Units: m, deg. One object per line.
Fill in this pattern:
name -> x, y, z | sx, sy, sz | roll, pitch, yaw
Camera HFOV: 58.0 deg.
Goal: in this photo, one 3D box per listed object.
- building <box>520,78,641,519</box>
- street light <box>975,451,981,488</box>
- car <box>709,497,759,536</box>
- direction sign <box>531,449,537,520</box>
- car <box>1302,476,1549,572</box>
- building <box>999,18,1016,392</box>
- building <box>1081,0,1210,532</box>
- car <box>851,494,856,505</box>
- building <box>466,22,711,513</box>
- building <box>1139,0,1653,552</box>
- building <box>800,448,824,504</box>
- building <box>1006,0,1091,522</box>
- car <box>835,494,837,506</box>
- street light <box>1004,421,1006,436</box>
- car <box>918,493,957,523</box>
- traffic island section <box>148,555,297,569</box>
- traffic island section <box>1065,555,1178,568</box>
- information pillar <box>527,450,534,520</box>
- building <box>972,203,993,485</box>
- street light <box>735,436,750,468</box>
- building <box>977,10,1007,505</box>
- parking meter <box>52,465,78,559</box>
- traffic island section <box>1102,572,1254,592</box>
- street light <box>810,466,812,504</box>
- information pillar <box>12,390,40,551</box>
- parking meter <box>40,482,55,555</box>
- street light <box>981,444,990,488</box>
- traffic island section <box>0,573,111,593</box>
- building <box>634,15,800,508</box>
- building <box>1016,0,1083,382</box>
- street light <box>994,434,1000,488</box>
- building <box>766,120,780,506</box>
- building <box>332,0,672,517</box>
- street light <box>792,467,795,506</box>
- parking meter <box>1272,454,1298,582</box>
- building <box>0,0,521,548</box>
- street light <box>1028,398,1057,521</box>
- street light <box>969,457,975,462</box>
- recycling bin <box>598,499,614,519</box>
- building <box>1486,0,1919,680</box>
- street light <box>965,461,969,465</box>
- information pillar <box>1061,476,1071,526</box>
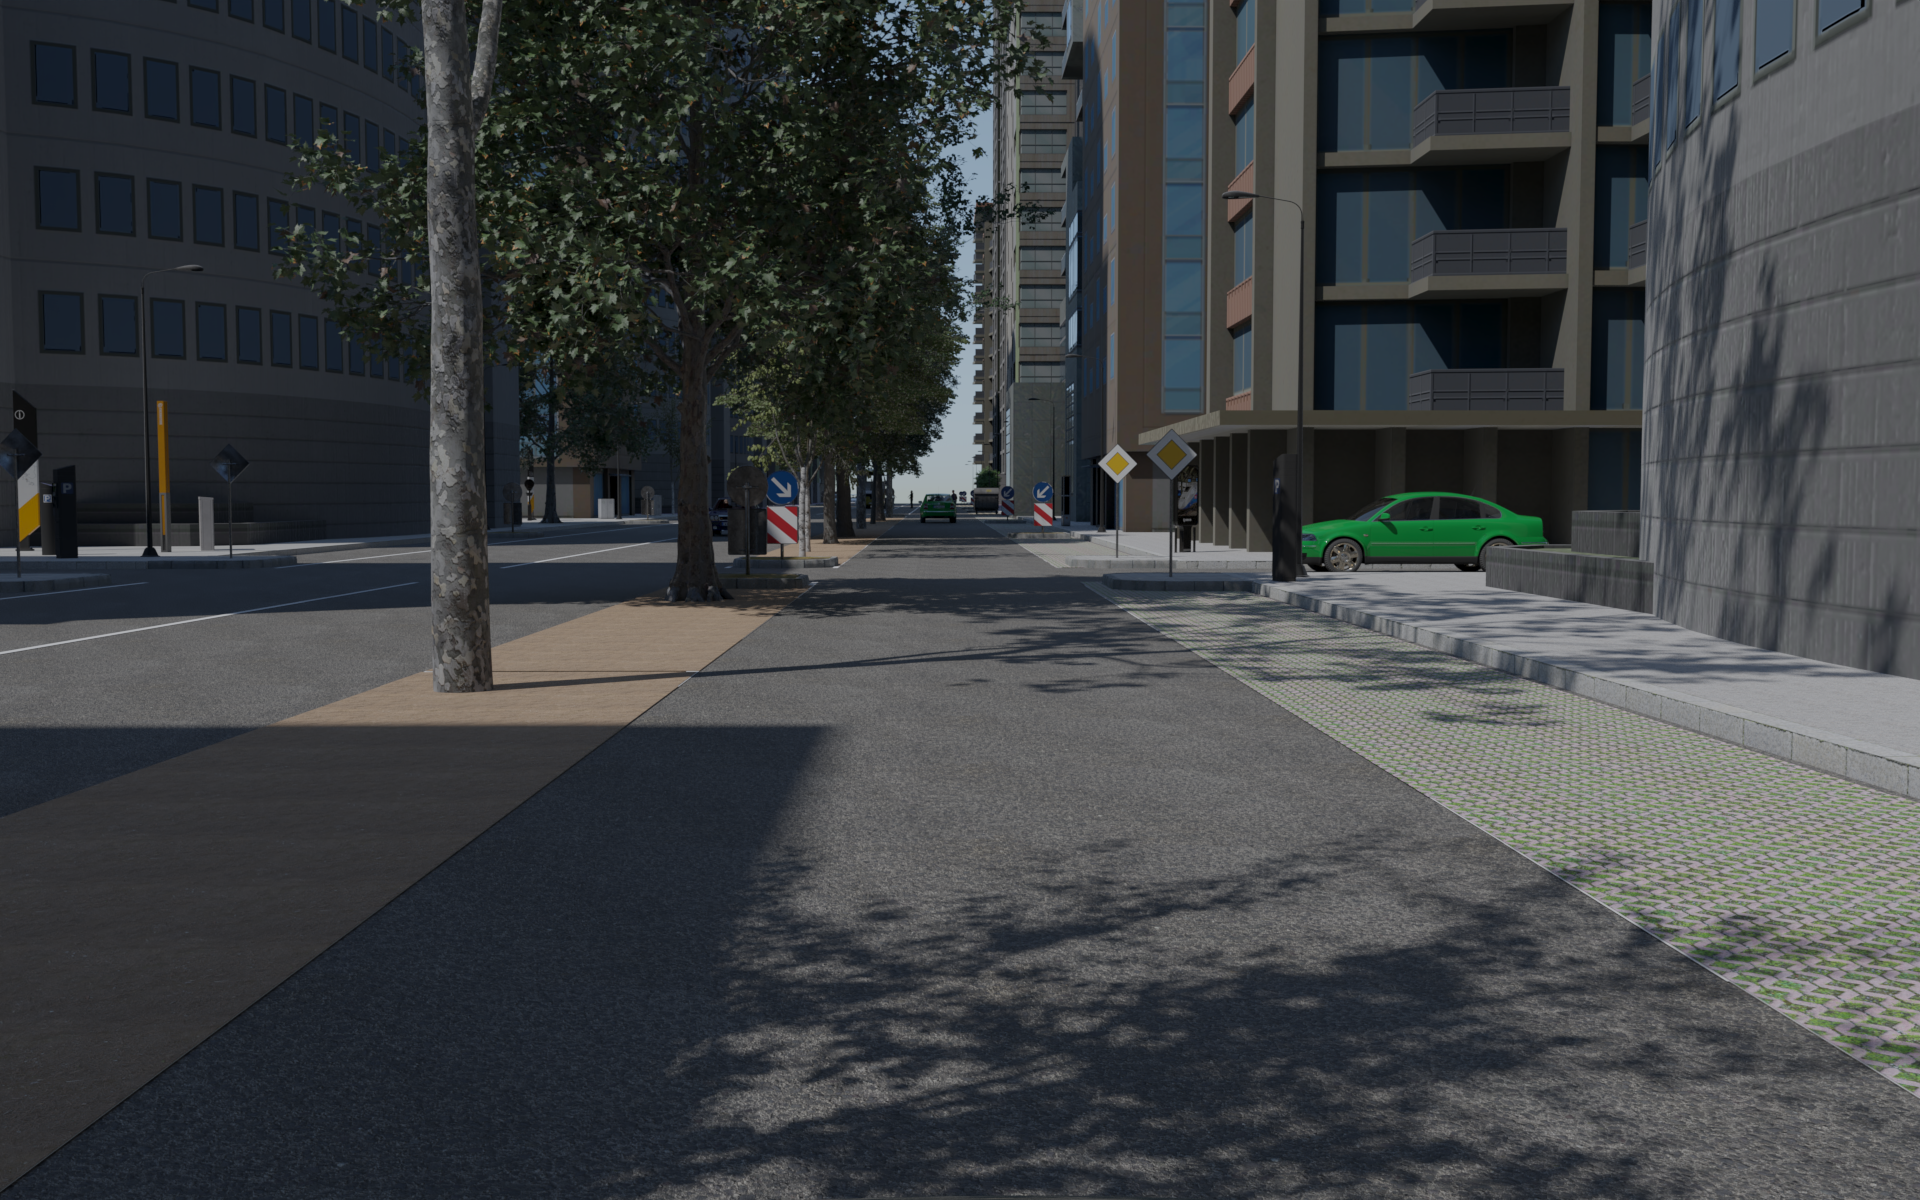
building -> -26.004, -27.270, 95.978 | 14.600, 45.320, 14.200 | 0, 4, -1
street light -> 2.602, -13.053, 185.960 | 1.470, 5.913, 1.316 | 0, 4, -1
car -> -7.815, -2.910, 60.162 | 1.945, 1.354, 3.894 | 0, 4, -2
direction sign -> -21.060, -5.707, 85.309 | 0.379, 3.537, 0.876 | -1, 4, -9
car -> 8.077, -1.366, 31.125 | 4.718, 1.807, 1.959 | 0, 4, -1
building -> 18.501, -35.624, 171.690 | 28.713, 52.752, 27.495 | 0, 4, -1
building -> 12.009, -25.276, 63.371 | 14.600, 45.320, 14.200 | 0, 4, -1
car -> -12.415, -11.573, 201.218 | 2.014, 1.417, 4.499 | 0, 4, -2
building -> -28.866, -37.229, 150.686 | 21.231, 58.520, 28.212 | 0, 4, -1
building -> 19.630, -23.893, 45.283 | 28.867, 44.769, 22.147 | 0, 4, -1
building -> -26.913, -35.018, 256.135 | 14.154, 41.232, 14.086 | 0, 4, -1
building -> 14.295, -47.708, 92.690 | 22.319, 86.520, 31.000 | 0, 4, -1
car -> -13.205, -10.368, 181.321 | 2.131, 1.459, 4.920 | 0, 4, 1
street light -> 3.473, -8.397, 109.835 | 1.470, 5.913, 1.316 | 0, 4, -1
car -> -1.114, -4.780, 86.942 | 1.959, 1.807, 4.718 | 0, 4, -2
traffic island section -> -14.566, -0.751, 34.560 | 2.009, 0.180, 2.903 | 0, 4, -1
traffic island section -> 3.174, -0.765, 34.792 | 2.009, 0.180, 2.903 | 0, 4, -1
information pillar -> -20.956, -5.699, 84.528 | 0.183, 3.616, 0.504 | 1, 4, 14
building -> 13.013, -36.694, 254.568 | 22.147, 44.769, 28.867 | 0, 4, -1
street light -> -17.260, -10.092, 137.547 | 1.470, 5.913, 1.316 | 0, 4, -1
building -> 12.653, -48.368, 229.062 | 20.563, 71.187, 20.611 | 0, 4, -1
parking meter -> -17.837, -1.761, 34.506 | 0.255, 1.863, 0.399 | 3, 5, 44
traffic island section -> 3.281, -0.277, 26.807 | 2.009, 0.180, 2.903 | 0, 4, -1
street light -> -18.487, -15.164, 220.469 | 1.470, 5.913, 1.316 | 0, 4, -1
information pillar -> -20.996, -2.910, 38.939 | 0.504, 3.616, 0.183 | 0, 4, -5
parking meter -> -19.093, -1.710, 36.370 | 0.372, 1.533, 0.369 | 0, 3, 0
street light -> 2.921, -11.456, 159.851 | 1.470, 5.913, 1.316 | 0, 4, -1
traffic island section -> -14.459, -0.263, 26.576 | 2.009, 0.180, 2.903 | 0, 4, -1
building -> -30.831, -40.621, 206.157 | 21.231, 58.520, 28.212 | 0, 4, -1
building -> 10.836, -26.740, 120.785 | 14.154, 41.232, 14.086 | 0, 4, -1
street light -> 3.293, -9.859, 133.743 | 1.470, 5.913, 1.316 | 0, 4, -1
building -> -25.680, -29.894, 172.367 | 14.154, 41.232, 14.086 | 0, 4, -1
building -> -28.627, -35.506, 122.527 | 21.231, 58.520, 28.212 | 0, 4, -1
street light -> -18.122, -13.547, 194.042 | 1.470, 5.913, 1.316 | 0, 4, -1
parking meter -> 4.769, -1.207, 25.442 | 0.255, 1.863, 0.399 | -1, 4, -11
building -> -27.645, -31.224, 52.504 | 21.231, 58.520, 28.212 | 0, 4, -1
street light -> 3.992, -6.800, 83.729 | 1.470, 5.913, 1.316 | 0, 4, -1
street light -> 2.164, -14.946, 216.907 | 1.470, 5.913, 1.316 | 0, 4, -1
recycling bin -> -18.213, -4.687, 89.180 | 0.722, 1.027, 0.722 | -1, 4, -20
building -> 17.079, -28.711, 11.422 | 21.231, 58.520, 28.212 | 0, 4, -1
street light -> 1.770, -16.543, 243.015 | 1.470, 5.913, 1.316 | 0, 4, -1
information pillar -> 4.214, -3.943, 68.967 | 0.304, 2.012, 0.304 | -1, 4, -14
